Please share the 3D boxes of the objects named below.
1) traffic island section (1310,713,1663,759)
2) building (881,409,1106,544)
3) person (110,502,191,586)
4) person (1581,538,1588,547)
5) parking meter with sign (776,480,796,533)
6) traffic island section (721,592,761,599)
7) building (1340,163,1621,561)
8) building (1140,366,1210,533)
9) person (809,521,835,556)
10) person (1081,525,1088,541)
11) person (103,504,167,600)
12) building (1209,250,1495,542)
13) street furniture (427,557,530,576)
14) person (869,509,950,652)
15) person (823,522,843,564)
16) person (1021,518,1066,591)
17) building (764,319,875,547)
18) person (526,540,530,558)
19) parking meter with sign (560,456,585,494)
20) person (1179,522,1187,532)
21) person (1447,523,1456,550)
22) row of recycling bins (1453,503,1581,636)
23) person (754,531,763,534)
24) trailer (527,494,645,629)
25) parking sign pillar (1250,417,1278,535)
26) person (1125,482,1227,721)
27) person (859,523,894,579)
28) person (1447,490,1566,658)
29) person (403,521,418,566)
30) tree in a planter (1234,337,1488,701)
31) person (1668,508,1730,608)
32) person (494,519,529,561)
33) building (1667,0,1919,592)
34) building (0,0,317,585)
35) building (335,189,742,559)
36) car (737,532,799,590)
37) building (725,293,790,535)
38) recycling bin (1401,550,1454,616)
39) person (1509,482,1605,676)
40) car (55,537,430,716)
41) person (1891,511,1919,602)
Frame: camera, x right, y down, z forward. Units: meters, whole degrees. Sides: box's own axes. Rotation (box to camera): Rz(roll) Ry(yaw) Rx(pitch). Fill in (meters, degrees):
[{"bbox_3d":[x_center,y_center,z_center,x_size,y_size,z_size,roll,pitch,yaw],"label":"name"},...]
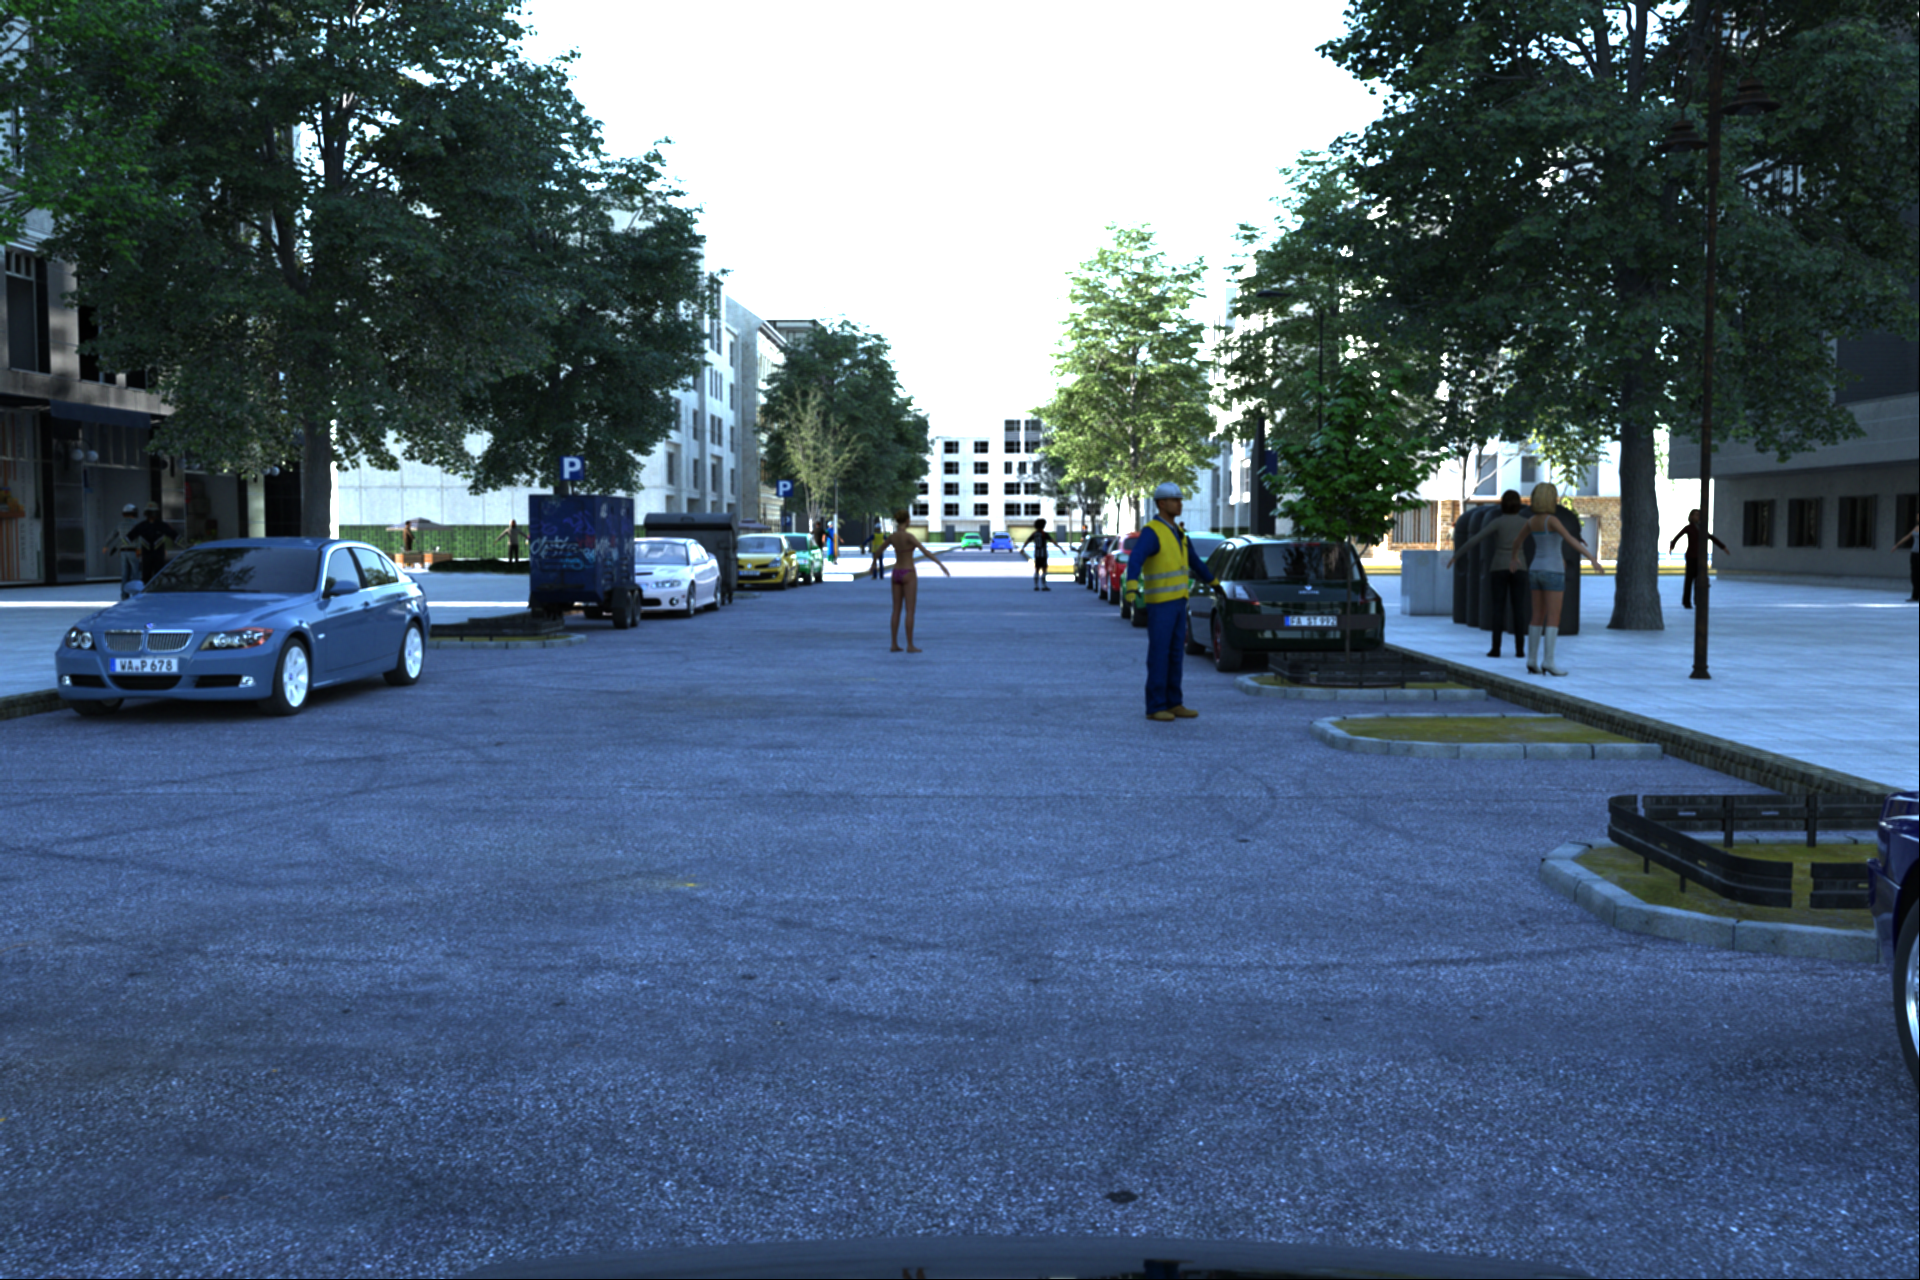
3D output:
[{"bbox_3d":[3.493,0.663,12.018,1.991,0.108,1.994,0,4,1],"label":"traffic island section"},{"bbox_3d":[5.286,-23.347,250.629,31.486,18.905,16.747,0,4,5],"label":"building"},{"bbox_3d":[-14.185,-1.503,30.440,1.351,1.845,0.704,-1,4,-14],"label":"person"},{"bbox_3d":[17.703,-2.715,50.500,1.345,1.816,0.704,-1,4,-22],"label":"person"},{"bbox_3d":[-5.604,-3.689,56.584,0.543,3.016,1.738,0,4,2],"label":"parking meter with sign"},{"bbox_3d":[-5.521,-0.982,38.920,1.991,0.108,1.994,0,4,1],"label":"traffic island section"},{"bbox_3d":[26.181,-14.600,95.138,16.016,20.090,11.380,0,4,1],"label":"building"},{"bbox_3d":[28.760,-19.833,190.722,16.747,18.905,31.486,0,4,1],"label":"building"},{"bbox_3d":[-5.829,-3.993,71.510,1.346,1.802,0.704,1,4,12],"label":"person"},{"bbox_3d":[6.176,-4.886,86.610,0.721,1.740,1.216,1,4,10],"label":"person"},{"bbox_3d":[-15.771,-1.661,32.990,1.345,1.849,0.704,1,4,11],"label":"person"},{"bbox_3d":[27.012,-15.299,116.601,16.747,18.905,31.486,0,4,2],"label":"building"},{"bbox_3d":[-12.857,-2.464,55.916,5.734,0.657,10.072,-3,4,-38],"label":"street furniture"},{"bbox_3d":[-0.639,-0.725,21.108,1.217,1.733,0.721,3,4,36],"label":"person"},{"bbox_3d":[-5.537,-4.204,74.858,0.704,1.817,1.347,3,4,36],"label":"person"},{"bbox_3d":[2.066,-2.157,43.867,1.345,1.843,0.704,3,4,36],"label":"person"},{"bbox_3d":[-23.768,-20.625,181.187,27.936,21.610,32.646,0,4,1],"label":"building"},{"bbox_3d":[-21.308,-4.716,86.369,0.599,1.433,0.991,2,4,24],"label":"person"},{"bbox_3d":[-8.623,-2.644,39.487,0.543,3.016,1.738,0,4,1],"label":"parking meter with sign"},{"bbox_3d":[9.515,-4.161,74.218,1.347,1.806,0.705,3,5,42],"label":"person"},{"bbox_3d":[22.272,-4.390,78.040,0.705,1.796,1.348,-1,4,-18],"label":"person"},{"bbox_3d":[7.468,-1.002,23.498,1.069,1.692,3.534,0,4,2],"label":"row of recycling bins"},{"bbox_3d":[-10.427,-5.100,89.161,0.705,1.856,1.354,-3,5,-40],"label":"person"},{"bbox_3d":[-5.710,-1.140,25.695,1.471,1.999,3.904,0,4,1],"label":"trailer"},{"bbox_3d":[7.080,-3.183,40.517,1.447,3.967,1.447,0,4,1],"label":"parking sign pillar"},{"bbox_3d":[1.629,-0.305,13.420,0.705,1.833,1.349,3,5,39],"label":"person"},{"bbox_3d":[-2.620,-2.813,54.911,1.216,1.772,0.721,-1,4,-20],"label":"person"},{"bbox_3d":[5.719,-0.694,18.100,1.215,1.744,0.721,0,4,5],"label":"person"},{"bbox_3d":[-21.883,-3.833,68.807,0.704,1.812,1.346,-3,4,-37],"label":"person"},{"bbox_3d":[3.560,-1.136,15.802,1.991,3.239,1.994,0,4,1],"label":"tree in a planter"},{"bbox_3d":[12.709,-1.408,29.835,1.215,1.729,0.721,-1,4,-16],"label":"person"},{"bbox_3d":[-16.054,-3.435,62.285,1.348,1.813,0.705,-1,4,-19],"label":"person"},{"bbox_3d":[26.346,-13.110,33.415,14.314,24.678,30.058,0,4,2],"label":"building"},{"bbox_3d":[-27.775,-16.205,44.545,16.754,29.471,25.880,0,4,2],"label":"building"},{"bbox_3d":[-23.749,-14.585,104.930,16.747,18.905,31.486,0,4,0],"label":"building"},{"bbox_3d":[-5.236,-2.148,45.339,2.015,1.641,3.980,0,4,1],"label":"car"},{"bbox_3d":[-23.437,-18.405,131.849,19.493,23.208,18.063,0,4,1],"label":"building"},{"bbox_3d":[7.431,-0.913,27.475,0.722,1.027,0.722,0,4,2],"label":"recycling bin"},{"bbox_3d":[5.404,-0.561,15.786,0.721,1.753,1.214,-1,4,-21],"label":"person"},{"bbox_3d":[-6.068,-0.194,15.179,2.014,1.417,4.499,0,4,1],"label":"car"},{"bbox_3d":[18.077,-1.584,32.702,0.721,1.737,1.217,-1,4,-14],"label":"person"}]
